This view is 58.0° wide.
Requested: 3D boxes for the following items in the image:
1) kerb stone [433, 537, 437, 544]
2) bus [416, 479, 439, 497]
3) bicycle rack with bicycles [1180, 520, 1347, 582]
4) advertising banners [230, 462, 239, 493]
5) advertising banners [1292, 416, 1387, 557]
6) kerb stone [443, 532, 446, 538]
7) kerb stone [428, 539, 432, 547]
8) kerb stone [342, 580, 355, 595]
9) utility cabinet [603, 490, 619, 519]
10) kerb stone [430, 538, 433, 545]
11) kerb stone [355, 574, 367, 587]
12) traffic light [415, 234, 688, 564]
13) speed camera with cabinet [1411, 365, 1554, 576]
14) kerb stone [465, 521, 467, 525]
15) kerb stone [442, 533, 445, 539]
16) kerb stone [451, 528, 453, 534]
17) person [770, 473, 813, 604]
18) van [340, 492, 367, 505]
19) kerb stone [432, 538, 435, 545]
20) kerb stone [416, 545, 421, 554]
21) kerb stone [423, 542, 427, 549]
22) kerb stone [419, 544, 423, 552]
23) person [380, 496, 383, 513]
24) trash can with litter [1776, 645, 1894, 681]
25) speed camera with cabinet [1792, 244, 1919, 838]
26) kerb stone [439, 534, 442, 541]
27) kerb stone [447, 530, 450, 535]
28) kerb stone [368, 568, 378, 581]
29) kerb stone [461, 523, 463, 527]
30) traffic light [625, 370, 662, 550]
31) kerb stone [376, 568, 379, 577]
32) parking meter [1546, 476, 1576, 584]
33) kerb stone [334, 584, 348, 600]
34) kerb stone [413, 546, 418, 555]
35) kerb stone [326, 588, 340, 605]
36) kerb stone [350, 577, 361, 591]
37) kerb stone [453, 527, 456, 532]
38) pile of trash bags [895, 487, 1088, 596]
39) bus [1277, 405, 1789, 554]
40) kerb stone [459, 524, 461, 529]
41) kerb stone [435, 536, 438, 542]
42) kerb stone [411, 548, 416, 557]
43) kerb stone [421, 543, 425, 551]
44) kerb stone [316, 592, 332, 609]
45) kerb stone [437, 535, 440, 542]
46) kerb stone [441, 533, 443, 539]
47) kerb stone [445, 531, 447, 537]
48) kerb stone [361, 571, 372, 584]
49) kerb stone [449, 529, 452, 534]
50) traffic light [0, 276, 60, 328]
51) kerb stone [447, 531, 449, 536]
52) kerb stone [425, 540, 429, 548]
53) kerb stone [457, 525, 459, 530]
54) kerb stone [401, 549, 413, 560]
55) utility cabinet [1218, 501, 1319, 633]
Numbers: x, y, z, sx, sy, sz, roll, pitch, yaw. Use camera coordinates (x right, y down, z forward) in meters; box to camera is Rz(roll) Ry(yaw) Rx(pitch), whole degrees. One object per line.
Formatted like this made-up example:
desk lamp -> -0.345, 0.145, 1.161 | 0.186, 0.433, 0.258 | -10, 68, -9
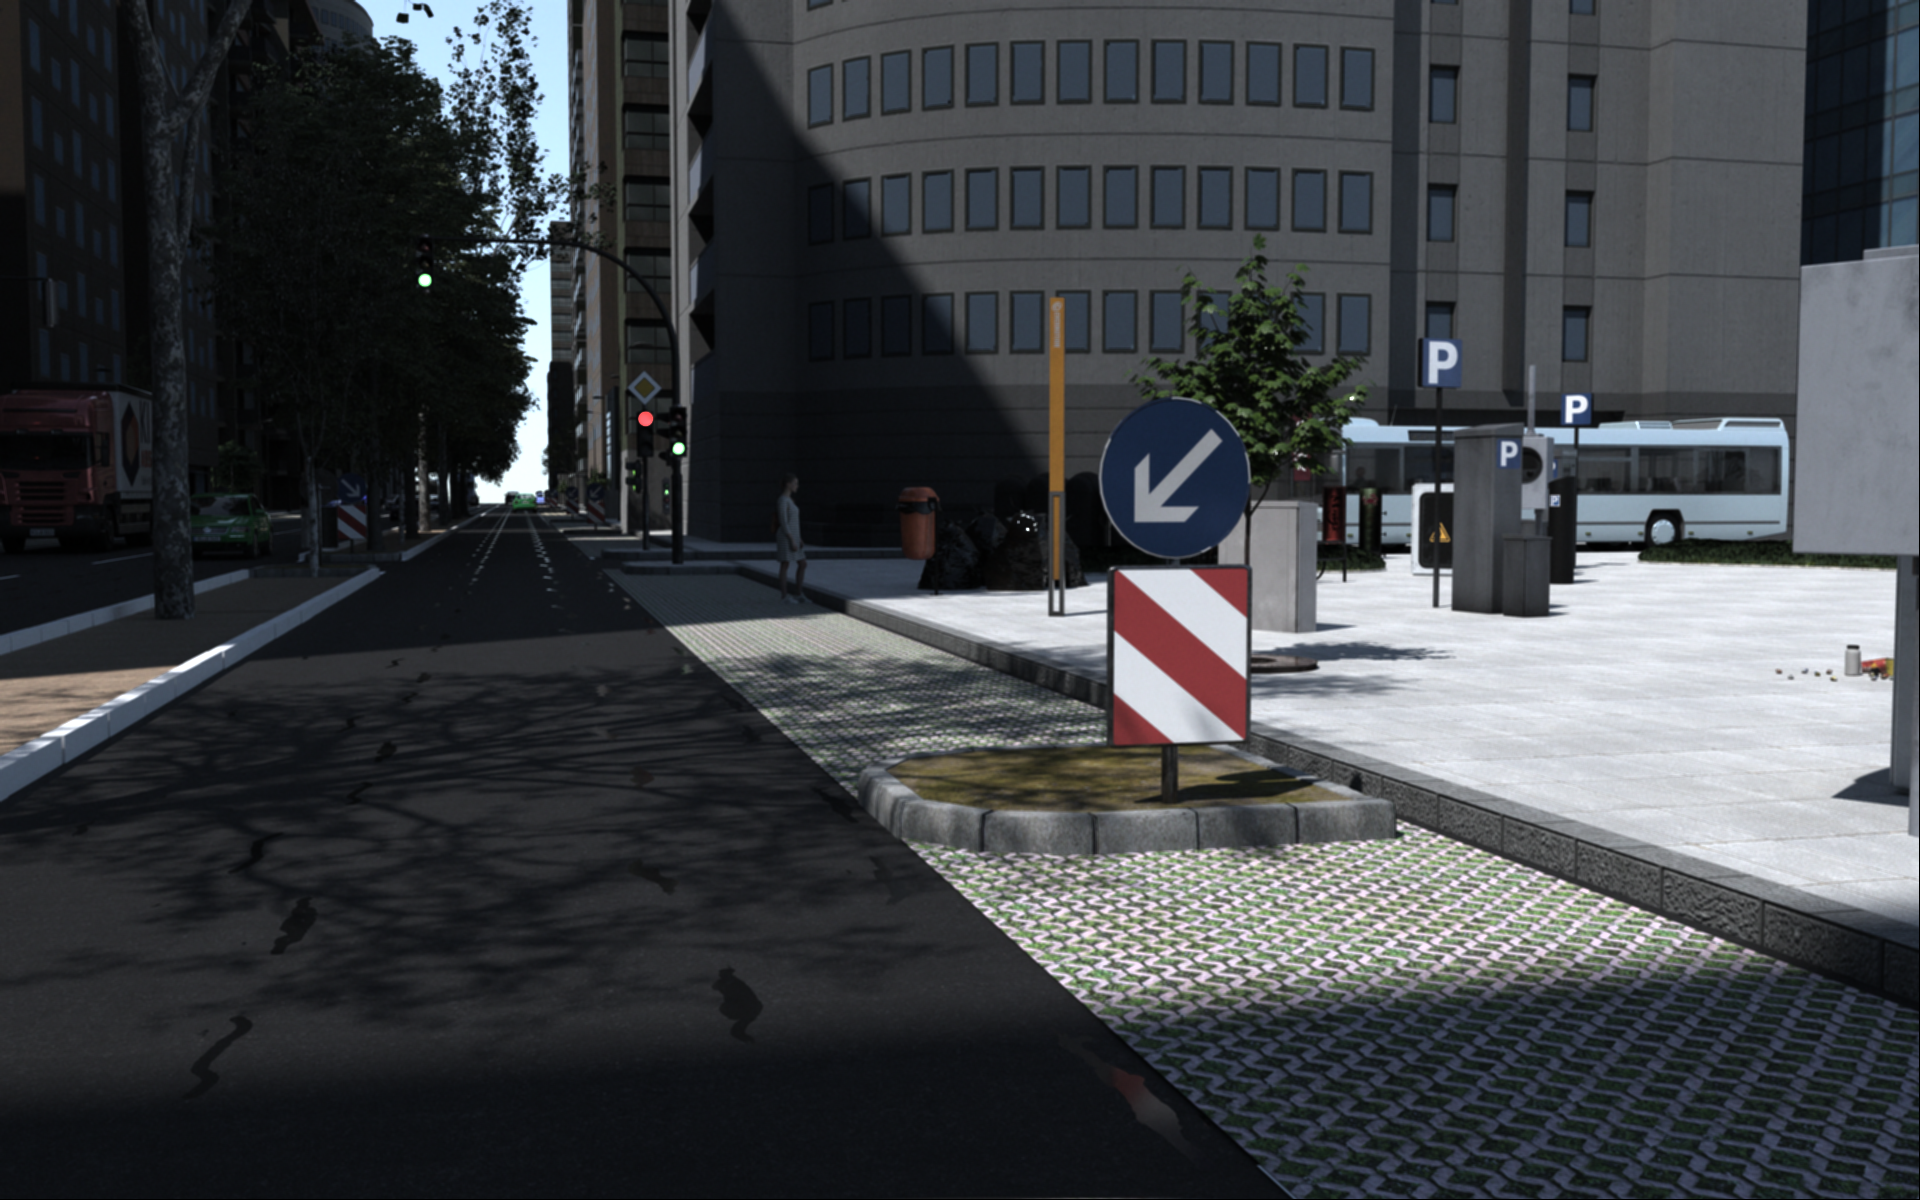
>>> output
kerb stone -> -14.946, -1.635, 48.946 | 0.120, 0.150, 1.000 | -1, 4, -14
bus -> -62.952, -12.899, 205.754 | 2.948, 3.499, 13.247 | -1, 4, -13
bicycle rack with bicycles -> 4.156, -0.724, 25.224 | 2.925, 0.926, 2.852 | -3, 5, -43
advertising banners -> -40.559, -6.159, 96.895 | 0.090, 3.025, 2.074 | -1, 4, -12
advertising banners -> 7.510, -2.349, 34.593 | 2.074, 3.025, 0.090 | 2, 4, 34
kerb stone -> -16.465, -1.998, 54.908 | 0.120, 0.150, 1.000 | -1, 4, -14
kerb stone -> -14.180, -1.451, 45.961 | 0.120, 0.150, 1.000 | -1, 4, -14
kerb stone -> -8.736, -0.146, 24.584 | 0.120, 0.150, 1.000 | -1, 4, -14
utility cabinet -> -18.008, -4.952, 89.643 | 0.318, 1.500, 1.173 | 1, 4, 22
kerb stone -> -14.441, -1.515, 46.960 | 0.120, 0.150, 1.000 | -1, 4, -14
kerb stone -> -9.250, -0.268, 26.573 | 0.120, 0.150, 1.000 | -1, 4, -14
traffic light -> -7.223, -3.450, 31.069 | 4.771, 5.953, 1.251 | -1, 4, -14
speed camera with cabinet -> 8.103, -1.991, 26.892 | 2.038, 3.252, 0.660 | 2, 4, 29
kerb stone -> -21.776, -3.272, 75.762 | 0.120, 0.150, 1.000 | -1, 4, -14
kerb stone -> -16.207, -1.940, 53.915 | 0.120, 0.150, 1.000 | -1, 4, -14
kerb stone -> -17.982, -2.365, 60.860 | 0.120, 0.150, 1.000 | -1, 4, -14
person -> -2.218, -0.794, 22.492 | 0.522, 1.701, 0.512 | 0, 4, 7
van -> -42.381, -7.171, 121.636 | 2.240, 2.365, 5.245 | -1, 4, -15
kerb stone -> -14.691, -1.575, 47.953 | 0.120, 0.150, 1.000 | -1, 4, -14
kerb stone -> -12.915, -1.149, 40.989 | 0.120, 0.150, 1.000 | -1, 4, -14
kerb stone -> -13.679, -1.332, 43.974 | 0.120, 0.150, 1.000 | -1, 4, -14
kerb stone -> -13.165, -1.210, 41.980 | 0.120, 0.150, 1.000 | -1, 4, -14
person -> -43.997, -7.320, 131.365 | 0.799, 1.438, 0.628 | 2, 4, 31
trash can with litter -> 6.854, -0.034, 11.620 | 1.678, 1.210, 2.233 | -2, 4, -27
speed camera with cabinet -> 4.117, -0.780, 7.084 | 2.038, 3.252, 0.660 | -3, 5, -42
kerb stone -> -15.700, -1.817, 51.925 | 0.120, 0.150, 1.000 | -1, 4, -14
kerb stone -> -17.221, -2.183, 57.886 | 0.120, 0.150, 1.000 | -1, 4, -14
kerb stone -> -9.748, -0.389, 28.558 | 0.120, 0.150, 1.000 | -1, 4, -14
kerb stone -> -20.508, -2.972, 70.794 | 0.120, 0.150, 1.000 | -1, 4, -14
traffic light -> -7.189, -3.091, 39.461 | 0.839, 4.253, 0.868 | -1, 4, -14
kerb stone -> -10.007, -0.446, 29.547 | 0.120, 0.150, 1.000 | -1, 4, -14
parking meter -> 8.588, -0.999, 24.752 | 0.372, 1.533, 0.369 | 0, 3, 0
kerb stone -> -8.481, -0.085, 23.586 | 0.120, 0.150, 1.000 | -1, 4, -14
kerb stone -> -12.665, -1.088, 39.989 | 0.120, 0.150, 1.000 | -1, 4, -14
kerb stone -> -8.232, -0.023, 22.594 | 0.120, 0.150, 1.000 | -1, 4, -14
kerb stone -> -8.990, -0.207, 25.574 | 0.120, 0.150, 1.000 | -1, 4, -14
kerb stone -> -18.479, -2.486, 62.845 | 0.120, 0.150, 1.000 | -1, 4, -14
pile of trash bags -> 0.240, -0.824, 23.222 | 1.912, 1.369, 3.447 | 2, 4, 32
bus -> 13.234, -2.830, 41.130 | 13.247, 3.499, 2.948 | -1, 4, -16
kerb stone -> -19.998, -2.845, 68.807 | 0.120, 0.150, 1.000 | -1, 4, -14
kerb stone -> -15.197, -1.695, 49.937 | 0.120, 0.150, 1.000 | -1, 4, -14
kerb stone -> -12.407, -1.020, 39.000 | 0.120, 0.150, 1.000 | -1, 4, -14
kerb stone -> -13.424, -1.271, 42.977 | 0.120, 0.150, 1.000 | -1, 4, -14
kerb stone -> -7.978, 0.037, 21.594 | 0.120, 0.150, 1.000 | -1, 4, -14
kerb stone -> -15.446, -1.758, 50.934 | 0.120, 0.150, 1.000 | -1, 4, -14
kerb stone -> -15.956, -1.879, 52.922 | 0.120, 0.150, 1.000 | -1, 4, -14
kerb stone -> -16.715, -2.062, 55.905 | 0.120, 0.150, 1.000 | -1, 4, -14
kerb stone -> -9.503, -0.327, 27.565 | 0.120, 0.150, 1.000 | -1, 4, -14
kerb stone -> -17.727, -2.304, 59.866 | 0.120, 0.150, 1.000 | -1, 4, -14
traffic light -> -21.278, -3.746, 35.908 | 4.771, 5.953, 1.251 | -1, 4, -14
kerb stone -> -16.959, -2.122, 56.898 | 0.120, 0.150, 1.000 | -1, 4, -14
kerb stone -> -13.933, -1.391, 44.969 | 0.120, 0.150, 1.000 | -1, 4, -14
kerb stone -> -19.498, -2.727, 66.823 | 0.120, 0.150, 1.000 | -1, 4, -14
kerb stone -> -12.160, -0.964, 38.008 | 0.120, 0.150, 1.000 | -1, 4, -14
utility cabinet -> 2.906, -0.320, 16.396 | 0.306, 1.237, 1.020 | -3, 4, -38
